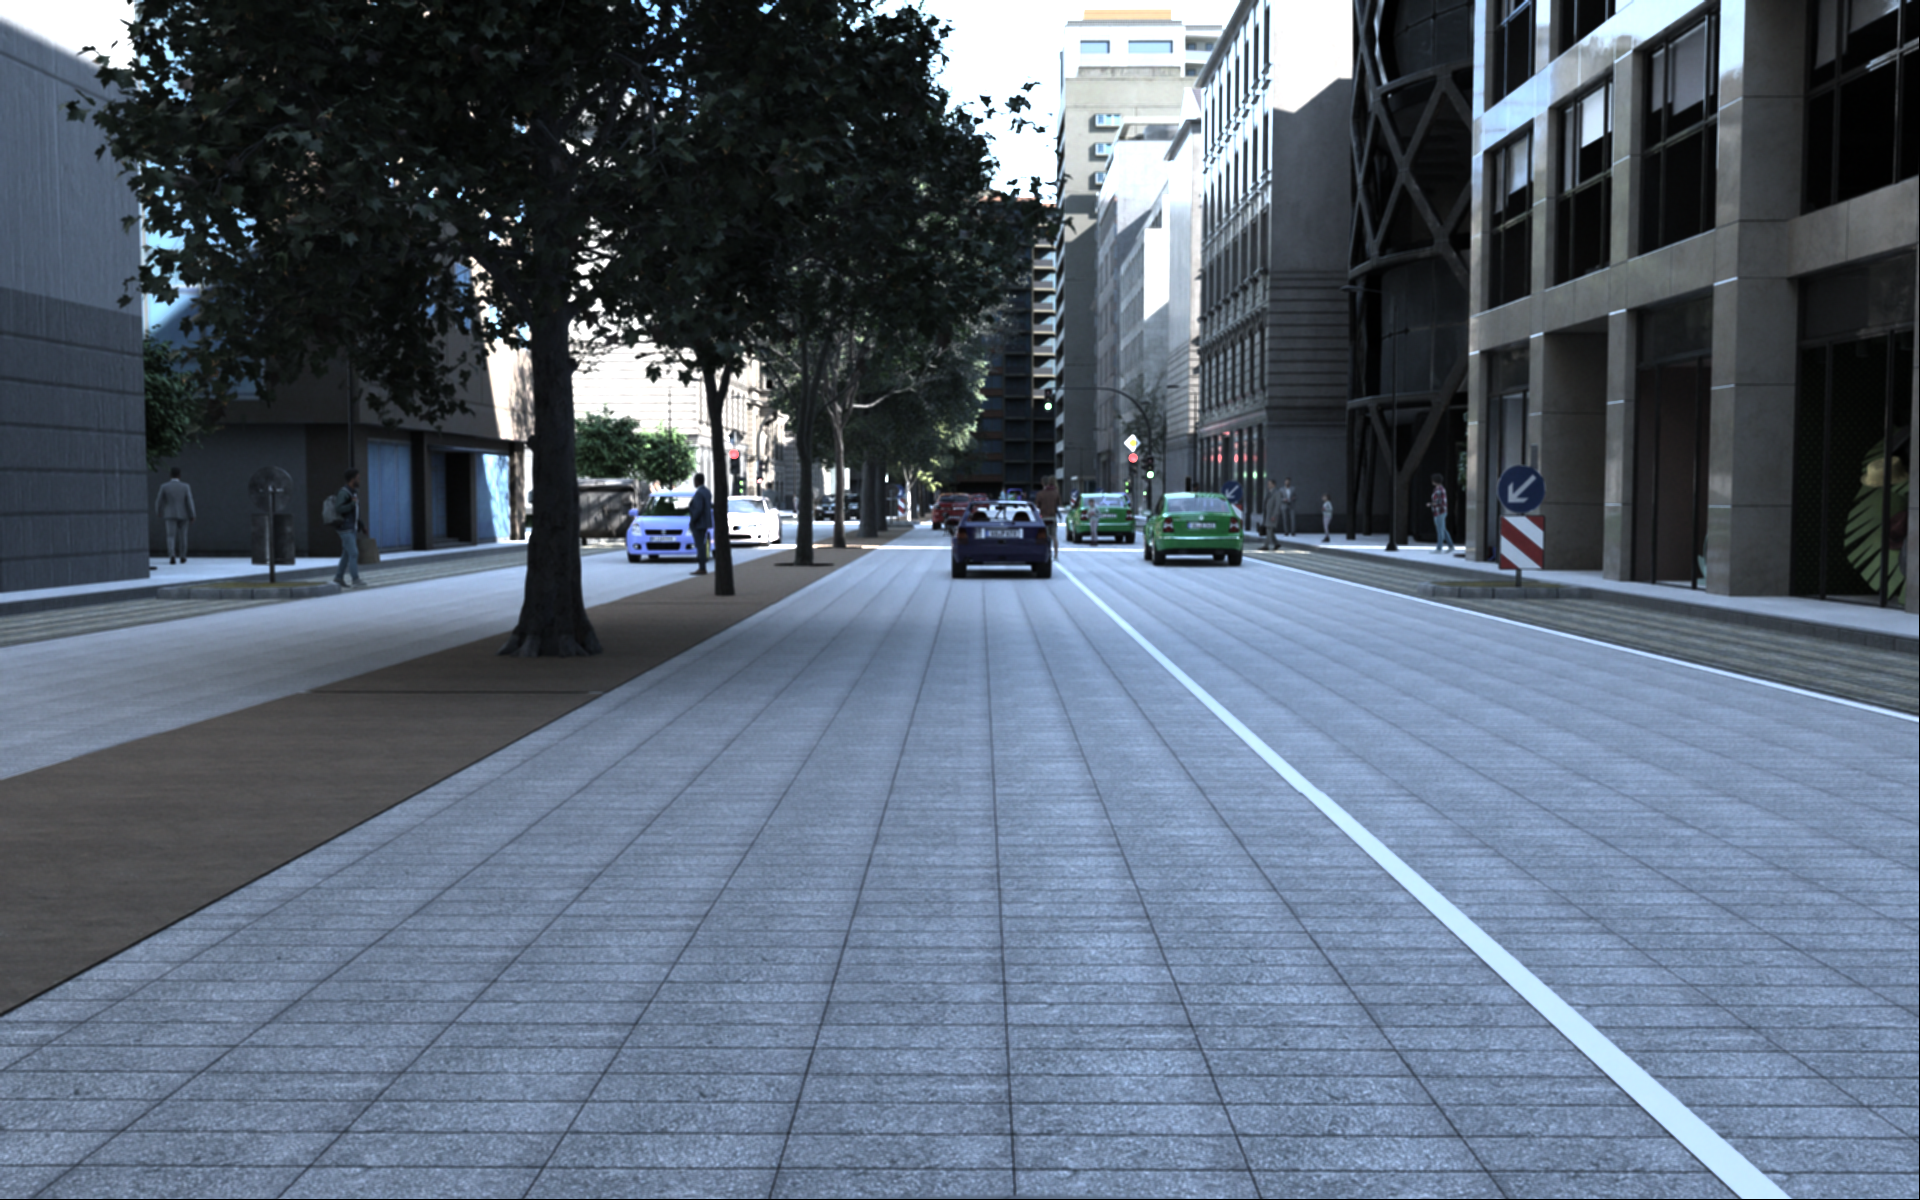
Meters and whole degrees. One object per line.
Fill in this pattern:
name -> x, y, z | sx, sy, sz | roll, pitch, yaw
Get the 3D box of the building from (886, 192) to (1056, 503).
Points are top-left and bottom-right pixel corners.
building -> 2.044, -36.496, 251.338 | 28.867, 44.769, 22.147 | 0, 4, 1

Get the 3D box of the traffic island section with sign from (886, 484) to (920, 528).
traffic island section with sign -> -2.903, -4.506, 81.817 | 2.006, 1.907, 1.989 | 0, 4, 1

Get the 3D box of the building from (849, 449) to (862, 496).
building -> -16.808, -31.308, 195.487 | 14.154, 41.232, 14.086 | 0, 4, 1

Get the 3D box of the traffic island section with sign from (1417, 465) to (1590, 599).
traffic island section with sign -> 7.568, -0.967, 24.435 | 1.989, 1.847, 2.006 | 0, 4, 1

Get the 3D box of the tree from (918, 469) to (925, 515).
tree -> -3.843, -15.946, 119.058 | 12.611, 20.169, 13.585 | 0, 3, 0

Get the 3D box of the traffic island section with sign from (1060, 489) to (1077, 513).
traffic island section with sign -> 8.760, -7.690, 134.359 | 1.989, 1.847, 2.006 | 0, 4, 1

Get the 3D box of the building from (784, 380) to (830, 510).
building -> -16.408, -19.290, 144.264 | 11.050, 23.489, 19.941 | 0, 4, 1

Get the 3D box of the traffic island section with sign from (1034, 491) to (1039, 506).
traffic island section with sign -> 9.583, -12.376, 210.982 | 1.989, 1.847, 2.006 | 0, 4, 1

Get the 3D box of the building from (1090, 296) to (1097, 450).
building -> 17.379, -18.974, 146.378 | 11.583, 22.565, 21.152 | 0, 4, 1

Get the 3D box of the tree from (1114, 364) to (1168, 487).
tree -> 10.624, -8.974, 97.080 | 4.360, 8.622, 3.978 | 0, 3, 0

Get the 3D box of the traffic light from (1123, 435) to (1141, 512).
traffic light -> 8.142, -5.688, 81.923 | 0.839, 4.253, 0.868 | 0, 4, 1

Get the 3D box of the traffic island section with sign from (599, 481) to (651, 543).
traffic island section with sign -> -9.557, -2.623, 51.513 | 1.989, 1.847, 2.006 | 0, 4, 1

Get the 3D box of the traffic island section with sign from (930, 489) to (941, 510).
traffic island section with sign -> -2.101, -9.102, 156.951 | 2.006, 1.907, 1.989 | 0, 4, 1

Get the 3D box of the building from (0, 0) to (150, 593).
building -> -23.019, -28.674, 10.817 | 21.231, 58.520, 28.212 | 0, 4, 1

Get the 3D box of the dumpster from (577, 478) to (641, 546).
dumpster -> -9.745, -2.402, 47.492 | 1.865, 1.857, 1.264 | 0, 4, 2

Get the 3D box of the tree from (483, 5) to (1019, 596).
tree -> -3.287, -5.354, 24.415 | 8.767, 10.594, 7.601 | 0, 4, 1

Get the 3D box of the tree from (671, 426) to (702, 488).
tree -> -12.906, -5.584, 75.008 | 4.285, 4.588, 4.351 | 0, 3, 0

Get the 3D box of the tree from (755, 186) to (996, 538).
tree -> -3.048, -9.015, 56.509 | 9.857, 13.997, 8.962 | 0, 3, 0

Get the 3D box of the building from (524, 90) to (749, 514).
building -> -16.980, -14.760, 90.482 | 9.793, 20.994, 18.267 | 0, 4, 1

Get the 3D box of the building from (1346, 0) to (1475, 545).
building -> 18.943, -10.984, 47.036 | 16.820, 18.784, 16.811 | 0, 4, 1

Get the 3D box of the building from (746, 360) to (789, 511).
building -> -18.859, -18.211, 116.837 | 14.460, 24.649, 34.723 | 0, 4, 1

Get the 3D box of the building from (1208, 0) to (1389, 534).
building -> 14.687, -13.172, 64.521 | 9.793, 20.994, 18.267 | 0, 4, 1

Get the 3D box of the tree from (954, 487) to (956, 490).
tree -> -1.940, -11.316, 137.841 | 4.737, 8.622, 4.395 | 0, 3, 0

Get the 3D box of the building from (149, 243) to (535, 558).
building -> -18.740, -23.866, 40.328 | 14.600, 45.320, 14.200 | 0, 4, 1

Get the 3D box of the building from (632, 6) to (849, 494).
building -> -21.907, -52.537, 171.657 | 22.319, 86.520, 31.000 | 0, 4, 1

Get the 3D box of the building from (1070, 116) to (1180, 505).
building -> 27.391, -29.253, 170.172 | 32.217, 40.220, 23.993 | 0, 4, 1

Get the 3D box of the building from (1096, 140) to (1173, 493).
building -> 16.577, -18.822, 125.759 | 12.078, 24.808, 19.932 | 0, 4, 1

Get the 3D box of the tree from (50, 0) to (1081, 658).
tree -> -3.636, -5.861, 15.296 | 9.611, 12.733, 9.660 | 0, 3, 0

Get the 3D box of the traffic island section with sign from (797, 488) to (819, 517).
traffic island section with sign -> -8.961, -6.006, 106.831 | 1.989, 1.847, 2.006 | 0, 4, 1

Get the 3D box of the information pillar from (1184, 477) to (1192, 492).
information pillar -> 9.551, -4.160, 72.503 | 0.304, 2.012, 0.304 | 0, 4, 3

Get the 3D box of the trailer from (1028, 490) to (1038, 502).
trailer -> 9.456, -13.174, 222.448 | 1.471, 1.999, 3.904 | 0, 4, 1

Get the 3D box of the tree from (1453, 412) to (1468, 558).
tree -> 10.480, -2.472, 35.015 | 1.663, 3.219, 1.824 | 0, 3, 0

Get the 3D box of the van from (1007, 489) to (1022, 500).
van -> 6.740, -12.900, 215.303 | 2.240, 2.365, 5.245 | 0, 4, -1

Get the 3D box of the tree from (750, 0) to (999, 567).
tree -> -2.992, -6.470, 34.003 | 9.928, 11.665, 9.643 | 0, 3, 0

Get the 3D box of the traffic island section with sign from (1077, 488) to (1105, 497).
traffic island section with sign -> 8.445, -5.994, 106.634 | 1.989, 1.847, 2.006 | 0, 4, 1

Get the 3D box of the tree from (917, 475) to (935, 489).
tree -> -2.641, -11.601, 142.488 | 4.360, 8.622, 3.978 | 0, 3, 0

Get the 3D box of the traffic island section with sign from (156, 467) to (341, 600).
traffic island section with sign -> -9.861, -0.960, 24.319 | 1.989, 1.847, 2.006 | 0, 4, 1

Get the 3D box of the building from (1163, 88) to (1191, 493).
building -> 19.532, -14.413, 84.803 | 18.267, 20.994, 9.793 | 0, 4, 1

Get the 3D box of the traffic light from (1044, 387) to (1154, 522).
traffic light -> 5.963, -6.064, 73.820 | 4.771, 5.953, 1.251 | 0, 4, 1

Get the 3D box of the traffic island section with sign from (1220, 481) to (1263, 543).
traffic island section with sign -> 7.855, -2.618, 51.438 | 1.989, 1.847, 2.006 | 0, 4, 1

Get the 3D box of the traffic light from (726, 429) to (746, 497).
traffic light -> -9.605, -5.211, 74.113 | 0.839, 4.253, 0.868 | 0, 4, 1

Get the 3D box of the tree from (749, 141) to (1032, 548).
tree -> -3.165, -8.105, 45.347 | 12.009, 13.543, 11.850 | 0, 3, 0

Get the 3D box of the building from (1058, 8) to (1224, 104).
building -> 22.922, -41.348, 218.035 | 21.231, 58.520, 28.212 | 0, 4, 1

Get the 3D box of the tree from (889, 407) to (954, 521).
tree -> -2.667, -8.331, 89.037 | 4.737, 8.622, 4.395 | 0, 3, 0

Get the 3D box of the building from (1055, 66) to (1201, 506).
building -> 21.790, -34.849, 193.490 | 21.300, 48.544, 21.600 | 0, 4, 1

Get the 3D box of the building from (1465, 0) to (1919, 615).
building -> 19.183, -12.911, 15.610 | 19.350, 26.468, 34.151 | 0, 4, 1

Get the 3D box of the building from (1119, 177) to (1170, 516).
building -> 15.827, -15.461, 107.541 | 10.420, 20.320, 16.860 | 0, 4, 1

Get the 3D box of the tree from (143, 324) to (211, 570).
tree -> -14.452, -2.779, 29.144 | 4.285, 4.588, 4.351 | 0, 3, 0

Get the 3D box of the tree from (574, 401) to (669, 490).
tree -> -12.596, -4.764, 61.600 | 4.285, 4.588, 4.351 | 0, 3, 0

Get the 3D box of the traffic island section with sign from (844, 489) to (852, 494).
traffic island section with sign -> -8.673, -7.673, 134.084 | 1.989, 1.847, 2.006 | 0, 4, 1
